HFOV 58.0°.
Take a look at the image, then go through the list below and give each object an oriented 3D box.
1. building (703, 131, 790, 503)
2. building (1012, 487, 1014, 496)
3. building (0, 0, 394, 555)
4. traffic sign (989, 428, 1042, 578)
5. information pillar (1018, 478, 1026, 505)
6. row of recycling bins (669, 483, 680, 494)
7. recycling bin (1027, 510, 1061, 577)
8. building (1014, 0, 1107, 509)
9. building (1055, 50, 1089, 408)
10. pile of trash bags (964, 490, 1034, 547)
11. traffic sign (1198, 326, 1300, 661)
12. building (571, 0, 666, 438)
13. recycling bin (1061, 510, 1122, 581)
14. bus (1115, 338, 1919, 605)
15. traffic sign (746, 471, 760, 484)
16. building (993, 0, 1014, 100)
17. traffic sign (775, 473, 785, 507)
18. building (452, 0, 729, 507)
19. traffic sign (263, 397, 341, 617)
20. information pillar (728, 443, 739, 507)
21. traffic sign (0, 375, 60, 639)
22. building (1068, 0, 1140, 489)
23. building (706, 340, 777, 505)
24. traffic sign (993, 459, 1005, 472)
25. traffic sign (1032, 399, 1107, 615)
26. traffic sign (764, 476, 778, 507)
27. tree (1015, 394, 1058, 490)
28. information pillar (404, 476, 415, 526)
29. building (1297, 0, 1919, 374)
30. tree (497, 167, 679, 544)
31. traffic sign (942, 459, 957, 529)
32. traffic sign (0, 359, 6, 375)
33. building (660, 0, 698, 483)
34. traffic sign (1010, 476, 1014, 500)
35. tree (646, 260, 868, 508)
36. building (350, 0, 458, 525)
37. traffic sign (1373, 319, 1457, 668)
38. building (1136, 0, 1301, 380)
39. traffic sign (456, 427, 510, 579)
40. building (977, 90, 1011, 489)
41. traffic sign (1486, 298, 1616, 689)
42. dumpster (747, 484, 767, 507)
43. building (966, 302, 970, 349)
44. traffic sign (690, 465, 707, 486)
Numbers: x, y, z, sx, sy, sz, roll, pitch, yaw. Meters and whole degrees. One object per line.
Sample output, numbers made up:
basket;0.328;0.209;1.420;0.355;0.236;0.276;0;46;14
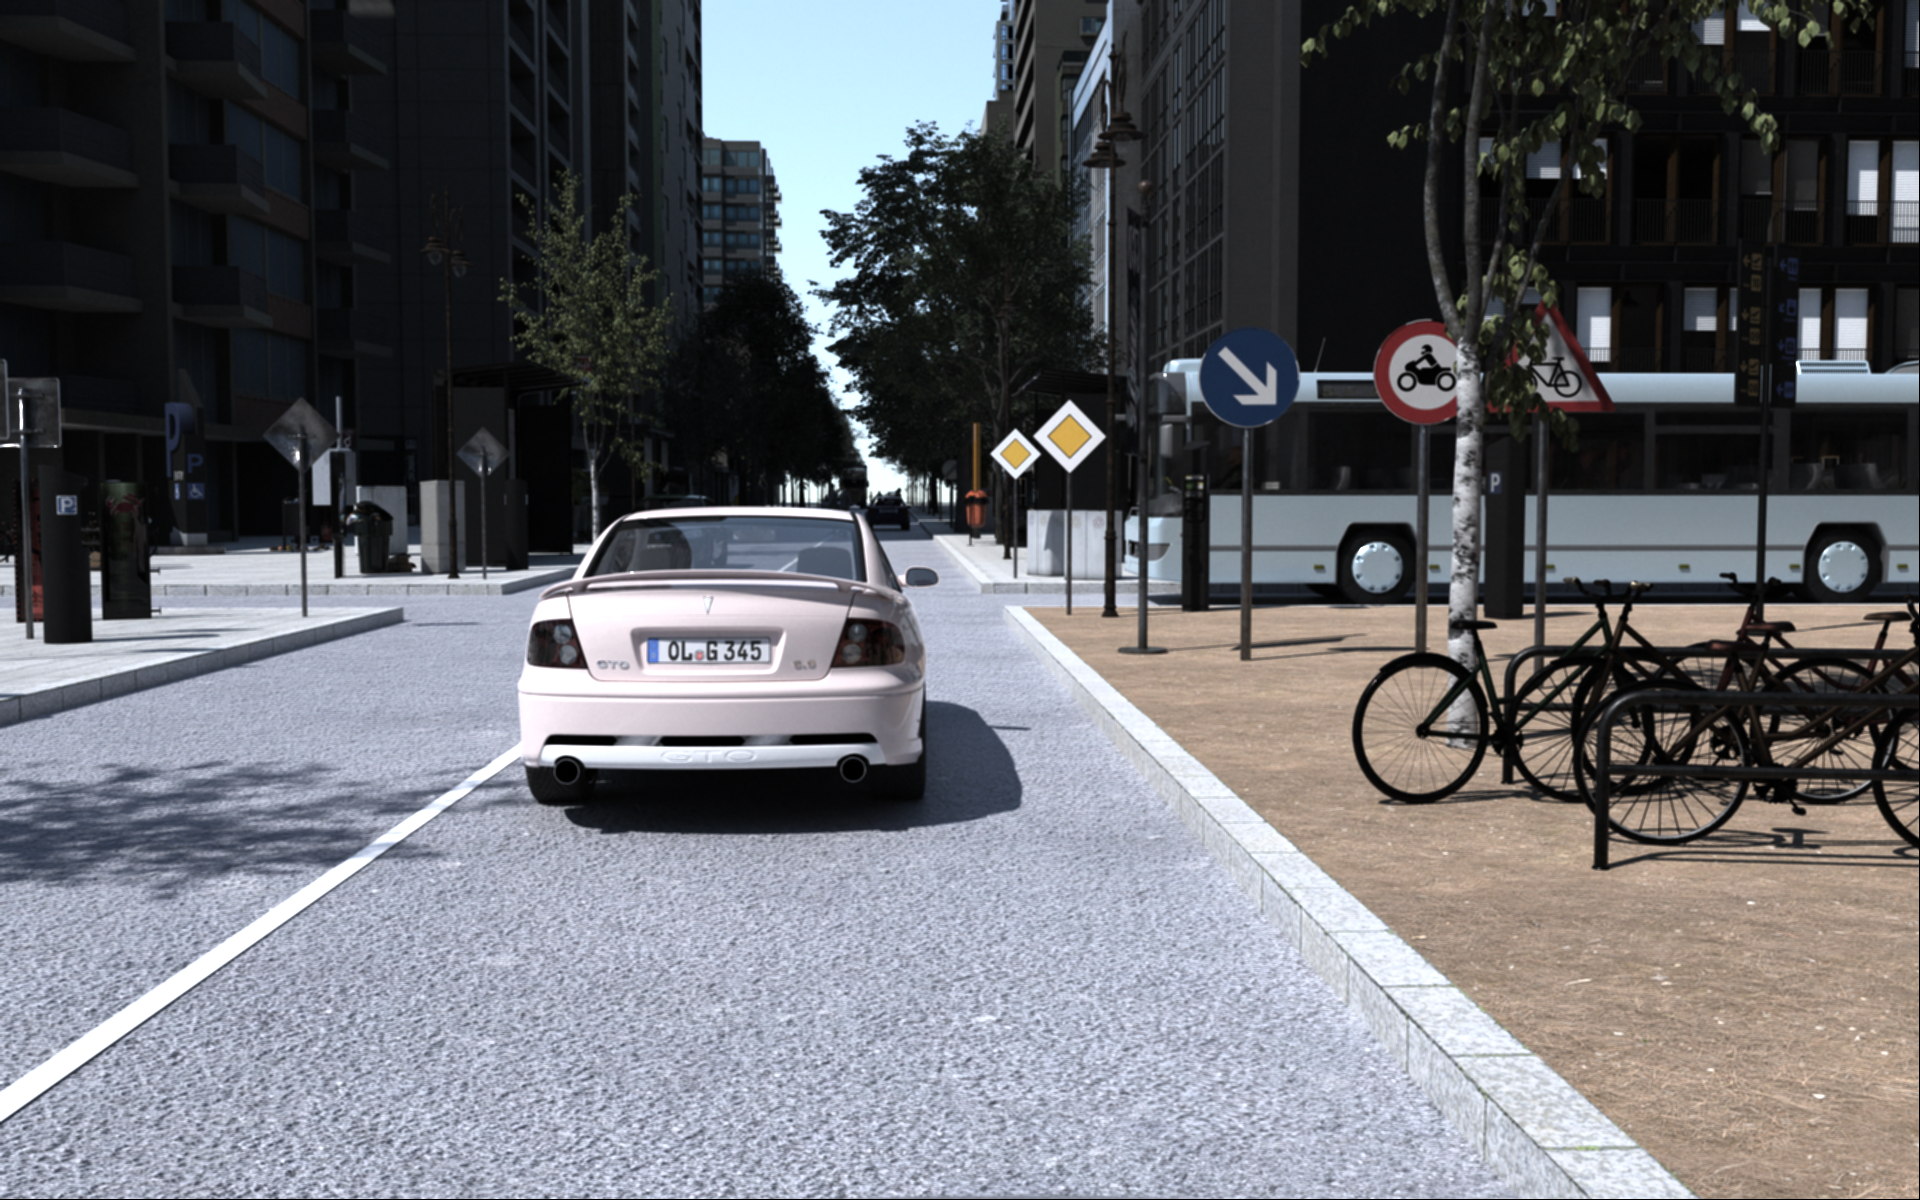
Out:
building;-35.619;-37.661;235.369;23.786;49.044;30.456;0;4;-2
building;20.518;-28.501;157.878;32.217;40.220;23.993;0;4;-2
building;-29.185;-24.028;47.482;22.147;44.769;28.867;0;4;-2
traffic sign;0.840;-1.385;26.289;0.795;2.450;0.064;0;4;-2
information pillar;2.858;-4.625;80.107;0.304;2.012;0.304;-2;4;-25
row of recycling bins;-10.730;-3.328;61.528;1.069;1.692;3.534;0;4;7
recycling bin;1.532;-0.903;27.325;0.722;1.027;0.722;-2;4;-28
building;15.566;-31.251;134.660;21.300;48.544;21.600;0;4;-2
building;13.198;-21.117;116.970;14.160;30.474;14.107;0;4;-2
pile of trash bags;1.535;-1.996;42.389;3.447;1.369;1.912;3;4;36
traffic sign;2.205;-0.806;13.286;0.768;2.556;0.104;0;4;7
building;-26.311;-25.920;107.387;14.154;41.232;14.086;0;4;-2
recycling bin;2.008;-0.826;26.064;0.722;1.027;0.722;1;4;21
bus;8.061;-1.728;23.109;13.247;3.499;2.948;0;4;-2
traffic sign;-11.038;-5.650;92.476;0.768;2.556;0.104;0;4;2
building;13.221;-56.112;230.094;22.319;86.520;31.000;0;4;-2
traffic sign;-10.263;-5.968;97.680;0.768;2.556;0.104;0;4;2
building;-31.008;-43.599;151.090;20.563;71.187;20.611;0;4;-2
traffic sign;-6.837;-0.879;18.019;0.795;2.450;0.064;0;4;-2
information pillar;-10.231;-5.312;78.199;0.504;3.616;0.183;-3;5;-39
traffic sign;-8.234;-0.804;15.272;0.606;2.300;0.079;0;4;-2
building;12.740;-16.744;91.779;12.078;24.808;19.932;0;4;-2
building;-36.513;-22.089;206.200;27.650;21.520;28.899;0;4;-2
traffic sign;1.381;-3.159;51.764;0.768;2.556;0.104;0;4;7
traffic sign;1.152;-0.897;18.309;0.795;2.450;0.064;0;4;-2
traffic sign;-10.577;-5.923;96.946;0.768;2.556;0.104;0;4;-1
tree;3.964;-9.025;97.929;4.360;8.622;3.978;0;3;0
information pillar;-22.195;-3.998;69.860;0.304;2.012;0.304;0;4;7
building;17.137;-12.866;40.043;15.834;23.373;12.332;0;4;-2
tree;-8.286;-5.431;39.156;4.737;8.622;4.395;0;3;0
traffic sign;-0.290;-3.880;63.540;0.768;2.556;0.104;0;4;3
traffic sign;-7.538;-0.677;13.198;0.606;2.300;0.079;0;4;5
building;-34.094;-32.921;127.499;28.713;52.752;27.495;0;4;-2
traffic sign;1.921;-3.993;65.398;0.768;2.556;0.104;0;4;4
tree;-10.168;-10.268;84.885;9.611;12.733;9.660;0;3;0
building;-26.918;-39.218;79.467;20.563;71.187;20.611;0;4;-2
traffic sign;3.404;-0.772;12.722;0.768;2.556;0.104;0;4;4
building;15.707;-16.902;69.854;14.314;27.812;24.014;0;4;-2
traffic sign;-7.149;-1.367;25.998;0.795;2.450;0.064;0;4;-2
building;13.208;-35.545;204.854;21.300;48.544;21.600;0;4;-2
traffic sign;3.808;-0.693;11.328;0.884;2.594;0.081;0;4;6
dumpster;-11.869;-5.778;100.236;1.264;1.857;1.865;0;4;-2
building;7.429;-29.505;254.109;14.160;30.474;14.107;0;4;-2
traffic sign;-11.484;-4.639;75.949;0.768;2.556;0.104;0;4;-1
